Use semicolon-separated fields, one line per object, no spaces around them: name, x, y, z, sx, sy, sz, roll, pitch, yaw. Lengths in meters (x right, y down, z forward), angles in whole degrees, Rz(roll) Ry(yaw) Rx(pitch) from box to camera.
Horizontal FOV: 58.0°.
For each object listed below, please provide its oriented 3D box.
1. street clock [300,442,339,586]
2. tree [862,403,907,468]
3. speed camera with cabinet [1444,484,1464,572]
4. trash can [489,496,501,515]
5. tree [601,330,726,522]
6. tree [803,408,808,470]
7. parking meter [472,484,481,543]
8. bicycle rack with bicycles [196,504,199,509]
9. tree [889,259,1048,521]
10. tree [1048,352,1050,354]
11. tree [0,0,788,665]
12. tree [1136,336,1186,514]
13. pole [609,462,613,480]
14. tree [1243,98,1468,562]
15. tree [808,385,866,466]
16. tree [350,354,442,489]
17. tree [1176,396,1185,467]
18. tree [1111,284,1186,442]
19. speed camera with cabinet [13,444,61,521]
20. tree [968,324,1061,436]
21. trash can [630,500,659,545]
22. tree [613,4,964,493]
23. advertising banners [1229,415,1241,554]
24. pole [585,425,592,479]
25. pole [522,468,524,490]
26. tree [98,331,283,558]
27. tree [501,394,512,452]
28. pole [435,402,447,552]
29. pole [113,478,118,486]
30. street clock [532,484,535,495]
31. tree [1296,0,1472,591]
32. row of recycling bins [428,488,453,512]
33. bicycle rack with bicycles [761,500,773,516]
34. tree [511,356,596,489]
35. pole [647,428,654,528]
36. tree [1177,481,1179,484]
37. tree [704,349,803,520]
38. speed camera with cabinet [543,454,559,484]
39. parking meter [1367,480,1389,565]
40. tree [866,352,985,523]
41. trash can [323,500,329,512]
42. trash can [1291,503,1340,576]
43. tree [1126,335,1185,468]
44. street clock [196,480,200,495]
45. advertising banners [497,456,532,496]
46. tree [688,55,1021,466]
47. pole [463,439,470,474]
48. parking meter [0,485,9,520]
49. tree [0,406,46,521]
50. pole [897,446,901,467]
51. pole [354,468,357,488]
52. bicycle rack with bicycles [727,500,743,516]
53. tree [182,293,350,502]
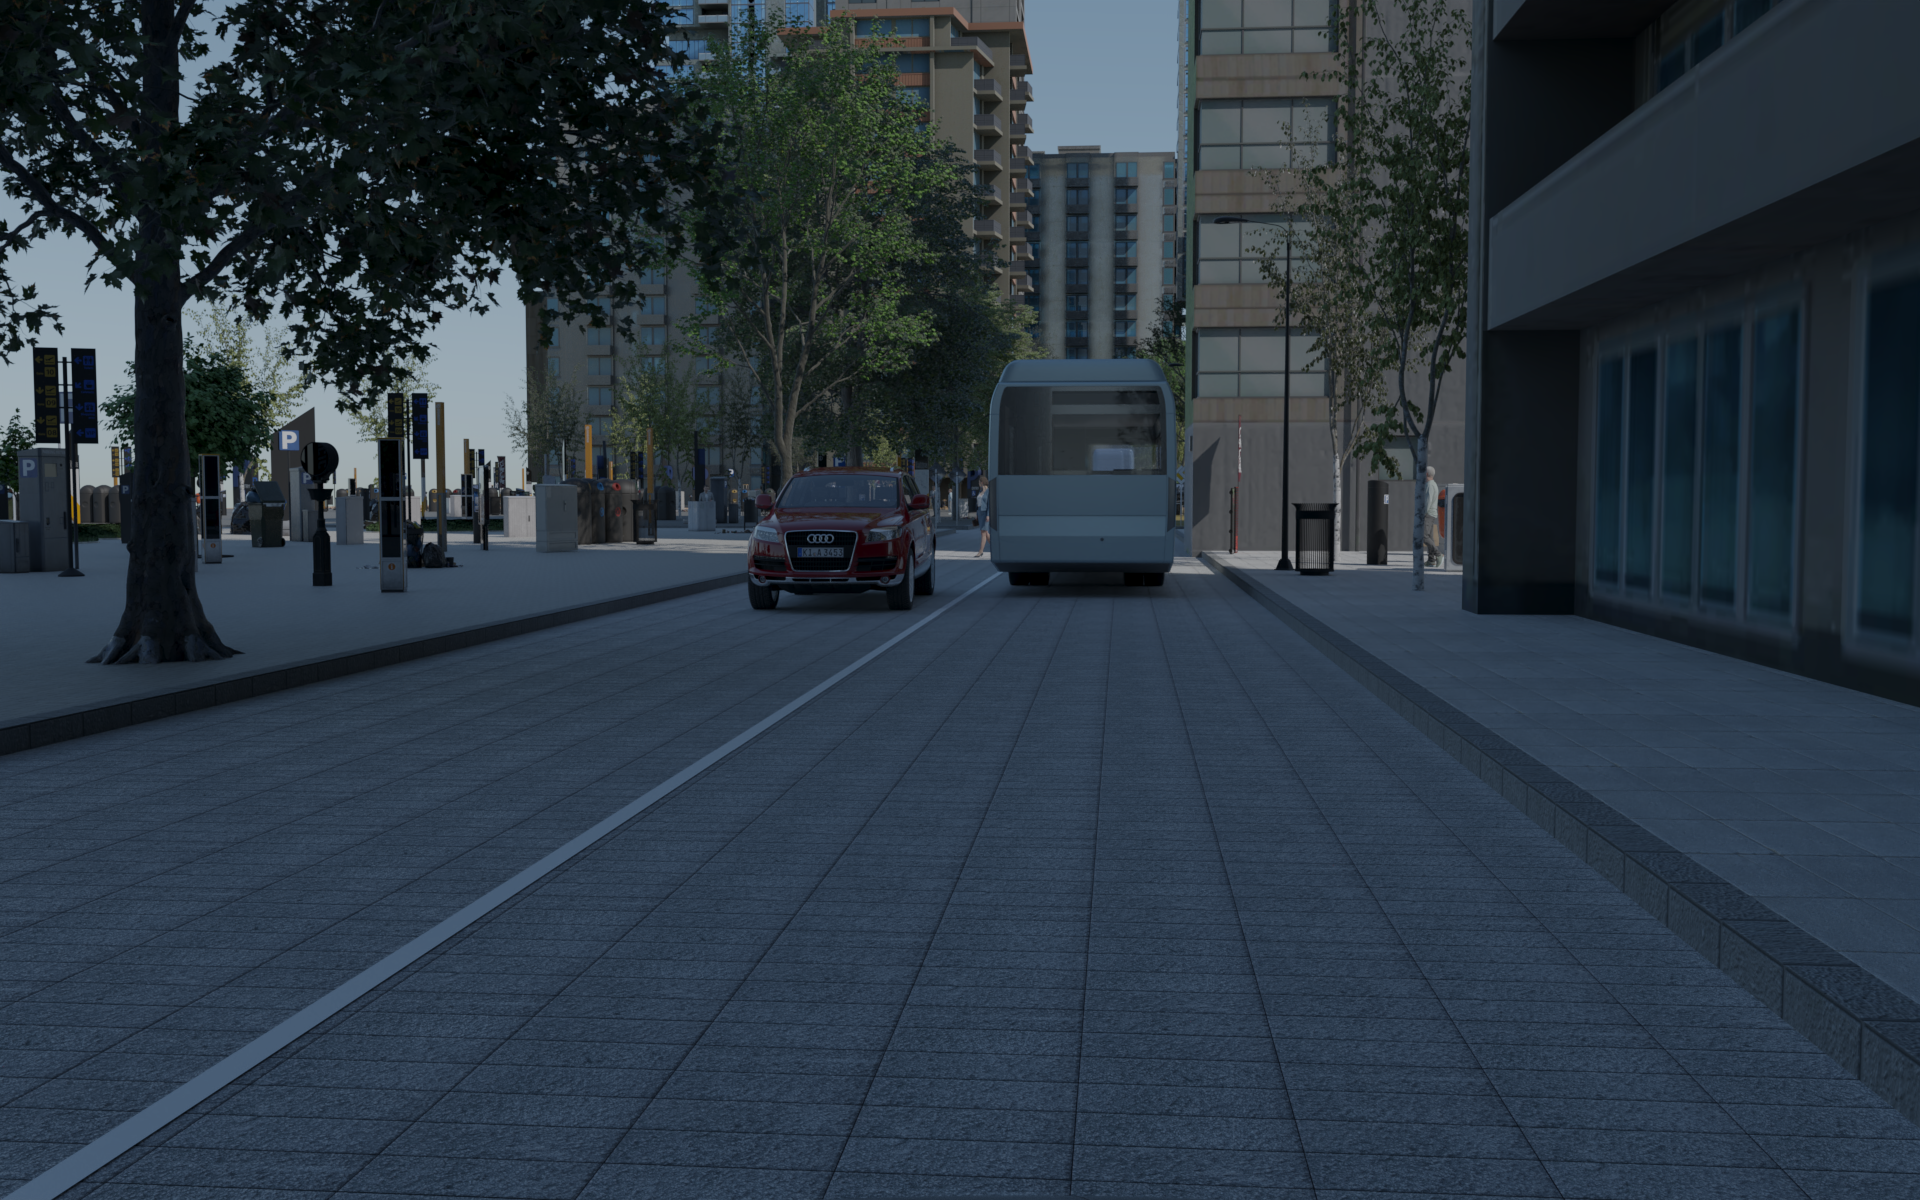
street clock;-8.901;-1.196;24.123;0.471;2.002;0.358;1;4;17
tree;-5.525;-10.686;125.080;4.737;8.622;4.395;0;3;0
speed camera with cabinet;9.006;-2.078;28.318;2.038;3.252;0.660;1;4;19
trash can;-28.199;-5.714;105.078;0.748;1.137;0.748;0;3;0
tree;-13.786;-7.856;78.810;4.737;8.622;4.395;0;3;0
tree;-10.566;-10.832;127.471;4.360;8.622;3.978;0;3;0
parking meter;-12.490;-2.244;45.094;0.372;1.533;0.369;0;3;0
bicycle rack with bicycles;-43.098;-5.101;96.779;2.925;0.926;2.852;3;5;41
tree;-0.157;-10.105;83.344;7.486;12.596;7.792;0;3;0
tree;1.446;-10.726;93.492;7.486;12.596;7.792;0;3;0
tree;-6.092;-5.881;13.162;9.611;12.733;9.660;0;3;0
tree;14.085;-11.331;111.018;9.928;11.665;9.643;0;3;0
pole;-21.931;-7.031;108.807;0.158;3.312;0.155;0;3;0
tree;7.347;-5.028;32.575;4.360;8.622;3.978;0;3;0
tree;-5.846;-8.872;95.414;4.360;8.622;3.978;0;3;0
tree;-25.325;-7.772;77.439;4.737;8.622;4.395;0;3;0
tree;14.556;-10.261;118.123;4.737;8.622;4.395;0;3;0
tree;10.645;-8.632;75.540;8.767;10.594;7.601;-1;4;-18
speed camera with cabinet;-35.269;-4.412;66.466;2.038;3.252;0.660;0;4;8
tree;4.622;-13.138;125.183;12.009;13.543;11.850;0;3;0
trash can;-8.012;-1.981;44.050;0.748;1.137;0.748;0;3;0
tree;-3.803;-6.838;37.552;9.928;11.665;9.643;0;3;0
advertising banners;5.994;-2.533;37.604;0.090;3.025;2.074;1;4;15
pole;-10.951;-3.503;51.118;0.158;3.312;0.155;0;3;0
pole;-34.462;-8.735;136.664;0.158;3.312;0.155;0;3;0
tree;-15.559;-3.140;35.049;4.285;4.588;4.351;0;3;0
tree;-23.724;-9.034;98.063;4.360;8.622;3.978;0;3;0
pole;-11.507;-2.725;38.399;0.158;3.312;0.155;0;3;0
pole;-46.854;-6.256;96.122;0.158;3.312;0.155;0;3;0
street clock;-31.722;-7.627;129.278;0.358;2.002;0.471;0;4;7
tree;6.296;-4.439;22.946;4.737;8.622;4.395;0;3;0
row of recycling bins;-37.062;-7.292;126.334;3.534;1.692;1.069;0;4;7
bicycle rack with bicycles;-11.578;-5.678;106.216;2.925;0.926;2.852;-2;4;-25
tree;-21.078;-8.644;91.695;4.360;8.622;3.978;0;3;0
pole;-9.554;-3.646;53.453;0.158;3.312;0.155;0;3;0
tree;19.096;-10.832;160.809;4.285;4.588;4.351;0;3;0
tree;-10.798;-8.273;85.627;4.360;8.622;3.978;0;3;0
speed camera with cabinet;-20.129;-5.549;85.063;0.660;3.252;2.038;-1;4;-14
parking meter;7.590;-1.411;31.478;0.372;1.533;0.369;0;3;0
tree;-1.084;-7.717;76.535;4.360;8.622;3.978;0;3;0
trash can;-46.178;-6.977;125.735;0.748;1.137;0.748;0;3;0
trash can;5.610;-0.962;27.380;0.748;1.137;0.748;0;3;0
tree;15.992;-14.209;138.967;9.857;13.997;8.962;0;3;0
street clock;-33.150;-4.360;75.854;0.358;2.002;0.471;2;4;29
advertising banners;-20.560;-5.119;79.888;0.090;3.025;2.074;2;4;32
tree;-2.959;-8.793;50.417;9.857;13.997;8.962;0;3;0
pole;-18.126;-4.271;63.680;0.158;3.312;0.155;0;3;0
parking meter;-22.019;-2.076;39.658;0.399;1.863;0.255;-2;4;-31
tree;-20.723;-2.675;38.336;1.663;3.219;1.824;0;3;0
pole;-2.530;-4.755;71.592;0.158;3.312;0.155;0;3;0
pole;-46.808;-8.580;134.123;0.158;3.312;0.155;0;3;0
bicycle rack with bicycles;-14.367;-5.482;103.009;2.852;0.926;2.925;2;4;30
tree;-24.326;-6.650;59.096;4.737;8.622;4.395;0;3;0
